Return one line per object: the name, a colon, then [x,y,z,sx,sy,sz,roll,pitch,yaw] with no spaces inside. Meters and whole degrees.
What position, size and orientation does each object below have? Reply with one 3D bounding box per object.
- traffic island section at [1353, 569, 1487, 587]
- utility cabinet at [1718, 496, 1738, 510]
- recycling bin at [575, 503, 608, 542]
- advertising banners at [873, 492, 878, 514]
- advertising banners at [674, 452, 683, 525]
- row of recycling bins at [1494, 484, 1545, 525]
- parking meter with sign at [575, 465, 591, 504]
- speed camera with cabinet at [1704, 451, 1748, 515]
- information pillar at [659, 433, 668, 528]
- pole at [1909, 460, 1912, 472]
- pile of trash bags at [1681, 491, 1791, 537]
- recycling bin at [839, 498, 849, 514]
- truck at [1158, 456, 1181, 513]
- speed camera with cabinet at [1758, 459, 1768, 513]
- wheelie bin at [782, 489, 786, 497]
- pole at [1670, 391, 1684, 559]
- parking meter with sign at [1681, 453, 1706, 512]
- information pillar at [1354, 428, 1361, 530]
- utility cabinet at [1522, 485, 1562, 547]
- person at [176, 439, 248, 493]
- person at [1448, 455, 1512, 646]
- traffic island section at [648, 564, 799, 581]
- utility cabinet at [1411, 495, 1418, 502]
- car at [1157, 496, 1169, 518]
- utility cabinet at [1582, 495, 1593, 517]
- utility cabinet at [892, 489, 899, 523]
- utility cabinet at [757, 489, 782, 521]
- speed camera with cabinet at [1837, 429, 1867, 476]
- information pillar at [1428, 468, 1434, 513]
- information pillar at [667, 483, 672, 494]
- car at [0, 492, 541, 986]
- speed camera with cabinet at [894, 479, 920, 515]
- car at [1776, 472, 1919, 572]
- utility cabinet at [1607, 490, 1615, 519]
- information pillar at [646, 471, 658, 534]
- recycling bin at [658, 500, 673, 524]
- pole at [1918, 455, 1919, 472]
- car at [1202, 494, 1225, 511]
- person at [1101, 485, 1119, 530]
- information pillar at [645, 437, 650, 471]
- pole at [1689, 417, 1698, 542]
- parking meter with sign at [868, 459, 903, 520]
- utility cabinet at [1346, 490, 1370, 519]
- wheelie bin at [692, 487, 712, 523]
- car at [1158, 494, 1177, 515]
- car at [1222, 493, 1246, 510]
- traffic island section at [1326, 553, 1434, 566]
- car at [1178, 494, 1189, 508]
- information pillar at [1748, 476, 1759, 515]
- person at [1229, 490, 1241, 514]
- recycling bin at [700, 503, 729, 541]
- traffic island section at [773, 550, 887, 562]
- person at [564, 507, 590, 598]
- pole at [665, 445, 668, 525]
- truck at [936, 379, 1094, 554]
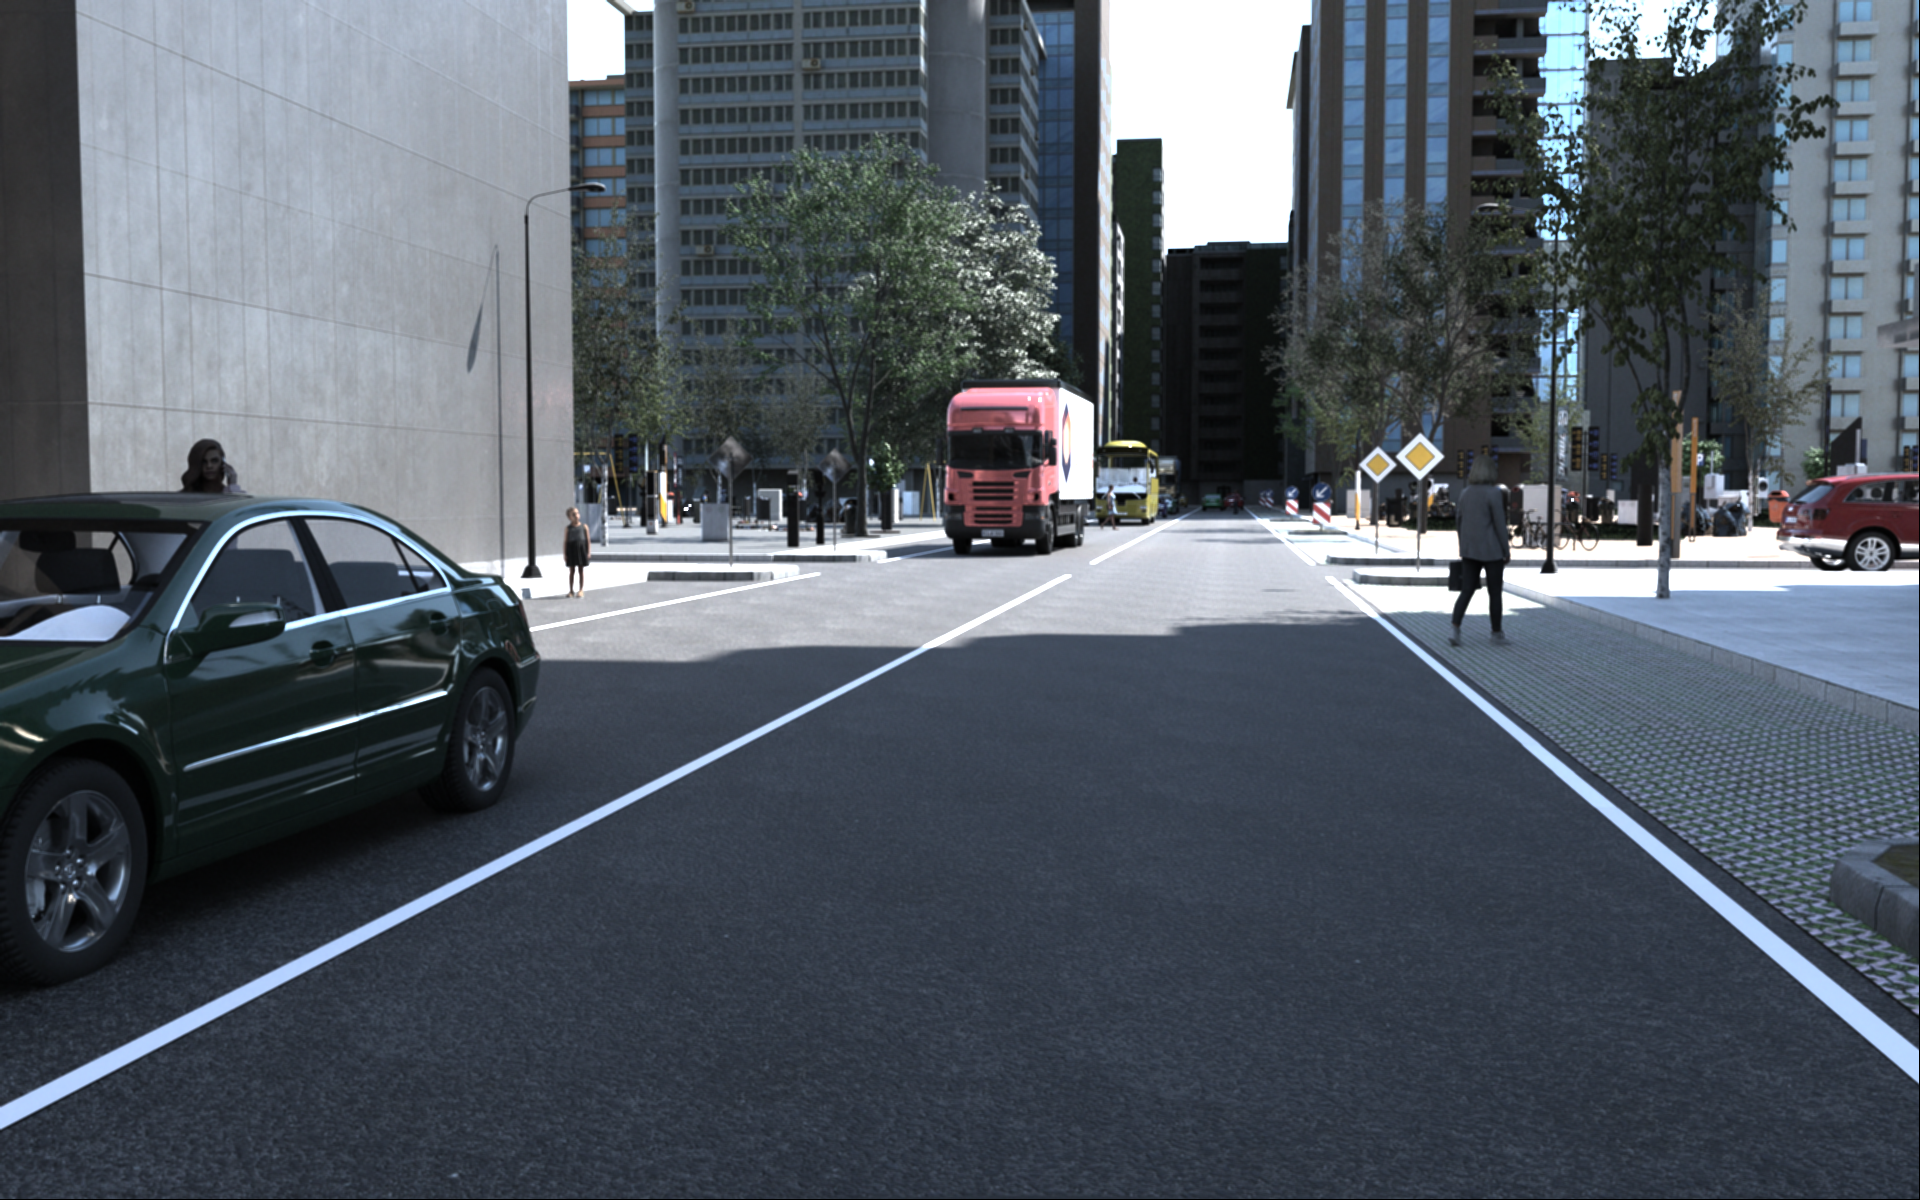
traffic island section: [7.474,-0.361,28.185,2.009,0.180,2.903,1,4,9]
utility cabinet: [28.282,-3.221,63.825,0.306,1.237,1.020,0,4,-1]
recycling bin: [-9.954,-2.079,46.552,0.722,1.027,0.722,3,4,39]
advertising banners: [-4.883,-7.120,112.606,2.074,3.025,0.090,3,5,41]
advertising banners: [-11.897,-4.704,73.095,0.090,3.025,2.074,0,4,0]
row of recycling bins: [22.651,-3.939,71.515,3.534,1.692,1.069,3,4,38]
parking meter with sign: [-22.672,-6.505,102.615,1.738,3.016,0.543,3,4,36]
speed camera with cabinet: [34.700,-5.142,78.403,0.660,3.252,2.038,-2,4,-25]
information pillar: [-11.393,-4.586,66.336,0.183,3.616,0.504,1,4,12]
pole: [56.831,-6.719,103.693,0.158,3.312,0.155,0,3,0]
pile of trash bags: [23.283,-2.594,52.169,1.912,1.369,3.447,-3,4,-37]
recycling bin: [-7.377,-6.071,111.819,0.722,1.027,0.722,1,4,10]
truck: [15.257,-8.671,130.681,2.839,4.237,11.283,1,4,9]
speed camera with cabinet: [44.979,-6.384,98.713,2.038,3.252,0.660,-1,4,-10]
wheelie bin: [-11.175,-6.044,106.726,0.980,1.594,0.693,1,4,11]
pole: [14.160,-2.471,34.243,0.158,3.312,0.155,0,3,0]
parking meter with sign: [30.741,-4.728,73.569,1.738,3.016,0.543,-1,4,-18]
information pillar: [14.148,-4.295,61.581,0.183,3.616,0.504,1,4,22]
utility cabinet: [14.125,-2.039,42.020,0.318,1.500,1.173,-1,4,-15]
person: [-4.448,-0.066,10.162,0.593,1.750,0.643,-1,4,-14]
person: [4.850,-0.468,16.334,0.728,1.800,0.709,-2,4,-31]
traffic island section: [-3.981,-0.469,29.956,2.009,0.180,2.903,1,4,9]
utility cabinet: [26.549,-5.512,101.287,0.306,1.237,1.020,0,4,8]
car: [11.654,-5.637,104.744,1.945,1.354,3.894,0,4,8]
utility cabinet: [35.803,-5.365,98.878,0.306,1.237,1.020,2,4,35]
utility cabinet: [-2.968,-4.171,76.876,0.318,1.500,1.173,0,4,7]
utility cabinet: [-9.015,-4.484,81.999,1.173,1.500,0.318,1,4,20]
speed camera with cabinet: [27.918,-3.607,53.305,2.038,3.252,0.660,-2,4,-24]
information pillar: [25.284,-6.244,93.446,0.504,3.616,0.183,0,4,1]
information pillar: [-18.645,-6.508,110.902,0.304,2.012,0.304,1,4,10]
car: [-3.251,0.314,6.670,2.131,1.459,4.920,1,4,9]
speed camera with cabinet: [-3.306,-6.798,105.480,0.660,3.252,2.038,-3,5,-41]
car: [17.579,-1.371,31.086,5.304,1.827,2.281,0,4,7]
utility cabinet: [33.047,-4.849,87.963,0.318,1.500,1.173,1,4,16]
information pillar: [-9.823,-3.103,55.227,0.304,2.012,0.304,0,4,5]
recycling bin: [-13.061,-3.871,75.843,0.722,1.027,0.722,2,4,24]
pole: [49.789,-5.878,89.942,0.158,3.312,0.155,0,3,0]
car: [21.731,-8.551,148.600,1.959,1.807,4.718,1,4,10]
person: [5.986,-3.713,69.309,0.778,1.811,0.616,1,4,23]
information pillar: [-12.871,-4.900,71.463,0.183,3.616,0.504,-1,4,-23]
pole: [19.555,-3.201,46.171,0.158,3.312,0.155,0,3,0]
parking meter with sign: [-3.646,-5.449,85.349,1.738,3.016,0.543,2,4,24]
utility cabinet: [20.589,-4.944,89.518,1.173,1.500,0.318,1,4,9]
wheelie bin: [-11.365,-4.187,76.367,0.980,1.594,0.693,3,5,44]
car: [13.987,-6.611,119.888,2.131,1.459,4.920,1,4,10]
car: [24.890,-9.083,157.547,2.155,1.783,4.494,1,4,9]
traffic island section: [8.695,-0.844,36.076,2.009,0.180,2.903,1,4,9]
car: [23.477,-10.720,185.496,2.015,1.641,3.980,1,4,9]
information pillar: [32.720,-4.094,71.435,0.304,2.012,0.304,3,5,45]
person: [19.674,-7.016,123.927,0.721,1.743,1.217,-2,4,-32]
recycling bin: [-6.721,-2.131,47.402,0.722,1.027,0.722,-1,4,-13]
traffic island section: [-2.759,-0.952,37.848,2.009,0.180,2.903,1,4,9]
person: [-5.309,-0.663,24.010,0.362,1.253,0.373,0,4,-5]
pole: [-12.267,-4.775,71.906,0.158,3.312,0.155,0,3,0]
truck: [1.643,-3.408,44.627,2.839,4.237,11.283,1,4,10]
